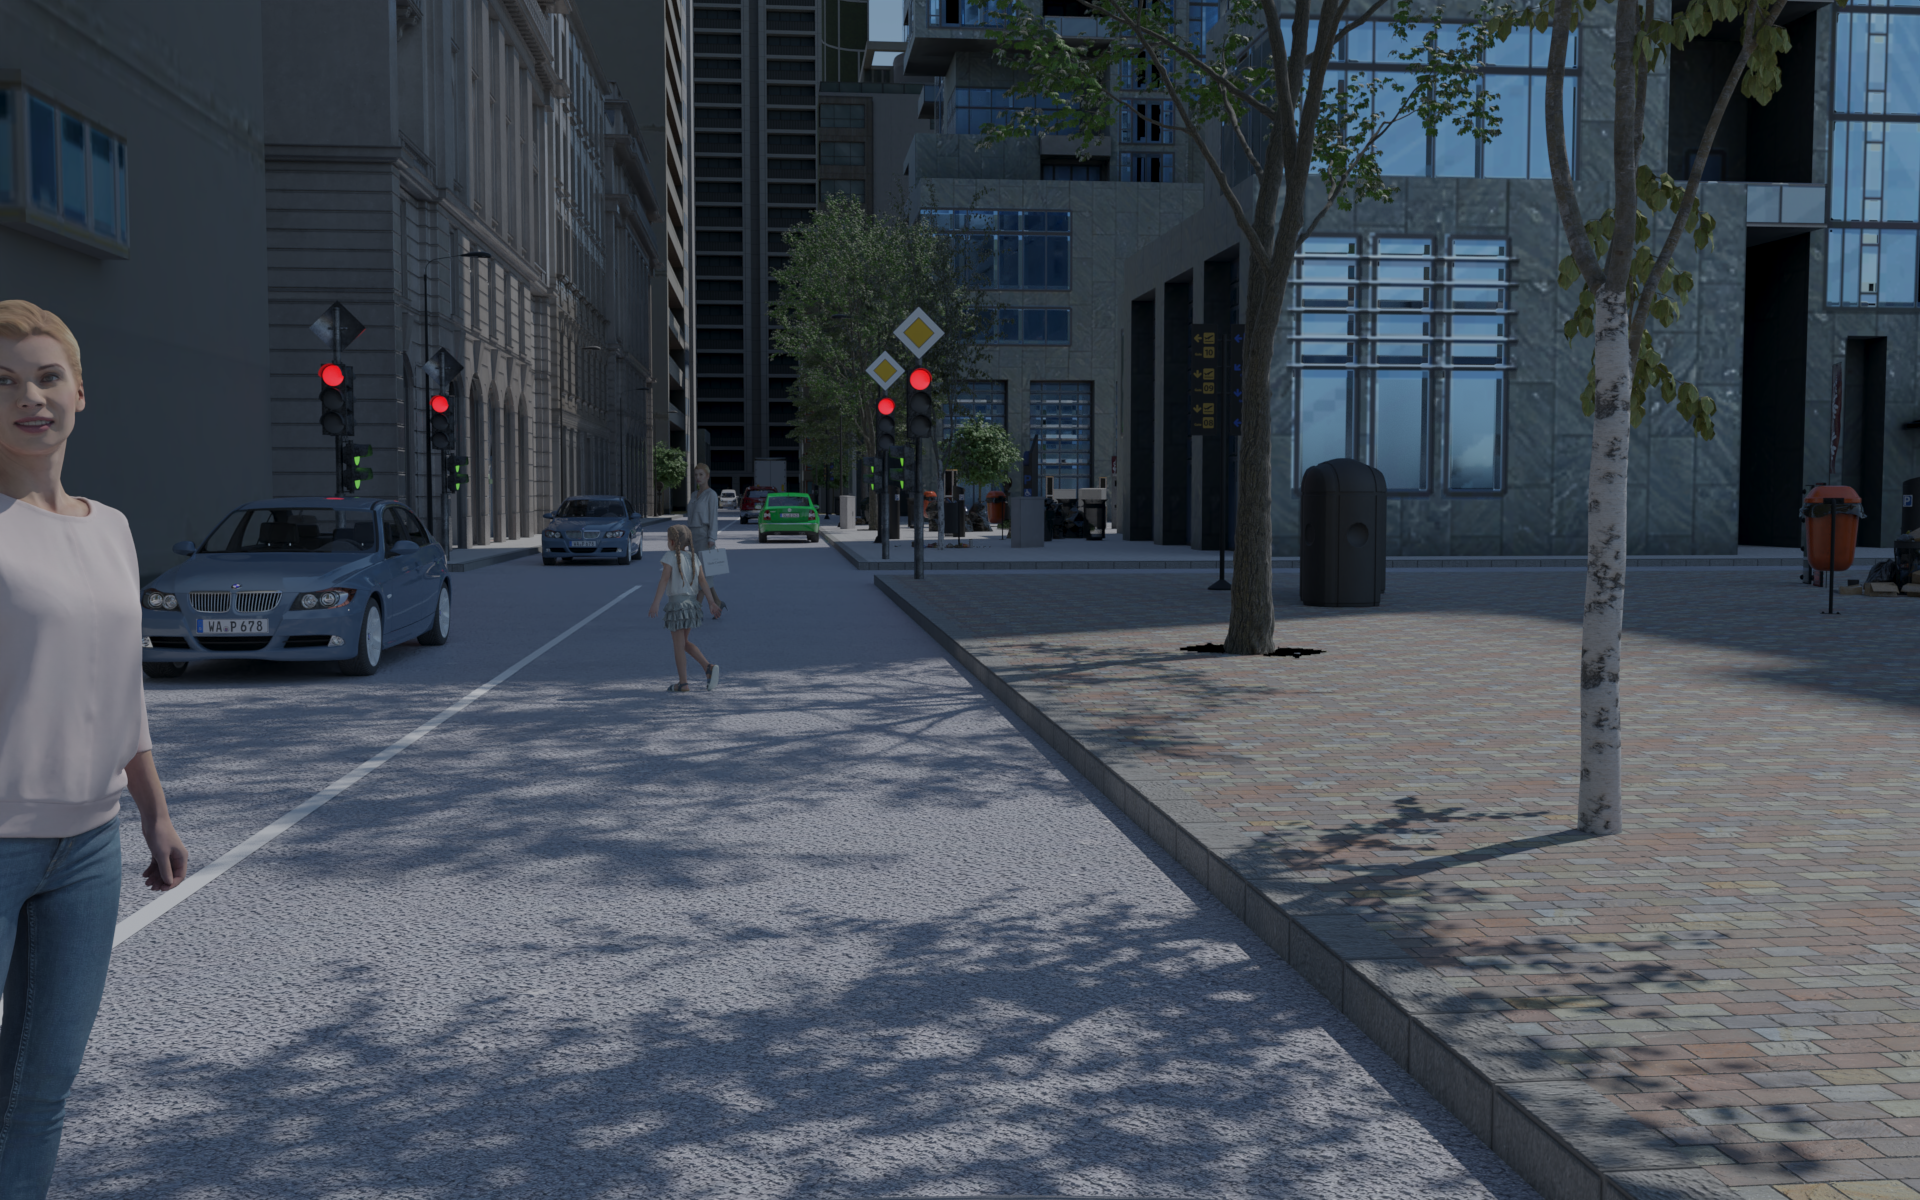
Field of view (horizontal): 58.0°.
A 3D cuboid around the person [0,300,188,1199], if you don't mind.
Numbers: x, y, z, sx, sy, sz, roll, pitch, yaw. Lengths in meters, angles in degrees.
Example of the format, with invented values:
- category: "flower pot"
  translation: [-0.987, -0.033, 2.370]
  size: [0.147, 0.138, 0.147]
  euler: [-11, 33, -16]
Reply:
- category: "person"
  translation: [-1.677, 0.392, 2.759]
  size: [0.598, 1.740, 0.731]
  euler: [1, 4, 9]

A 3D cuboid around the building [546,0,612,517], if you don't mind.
- category: "building"
  translation: [-18.859, -13.224, 65.362]
  size: [9.793, 20.994, 18.267]
  euler: [0, 4, -6]

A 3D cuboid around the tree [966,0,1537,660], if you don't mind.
- category: "tree"
  translation: [2.505, -5.372, 13.580]
  size: [9.928, 11.665, 9.643]
  euler: [0, 3, 0]

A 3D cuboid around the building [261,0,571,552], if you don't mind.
- category: "building"
  translation: [-17.822, -12.335, 43.485]
  size: [13.314, 21.916, 24.055]
  euler: [0, 4, -6]

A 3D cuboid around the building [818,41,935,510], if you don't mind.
- category: "building"
  translation: [3.989, -27.722, 145.142]
  size: [32.217, 40.220, 23.993]
  euler: [0, 4, -6]

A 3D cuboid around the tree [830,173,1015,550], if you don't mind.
- category: "tree"
  translation: [-0.589, -5.443, 39.363]
  size: [4.360, 8.622, 3.978]
  euler: [0, 3, 0]

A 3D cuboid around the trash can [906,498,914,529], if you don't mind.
- category: "trash can"
  translation: [-1.641, -3.229, 64.452]
  size: [0.748, 1.137, 0.748]
  euler: [0, 3, 0]

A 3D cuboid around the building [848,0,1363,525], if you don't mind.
- category: "building"
  translation: [5.698, -47.707, 92.679]
  size: [22.319, 86.520, 31.000]
  euler: [0, 4, -6]

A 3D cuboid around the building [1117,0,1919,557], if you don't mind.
- category: "building"
  translation: [20.132, -44.812, 45.354]
  size: [31.000, 86.520, 22.319]
  euler: [0, 4, -6]

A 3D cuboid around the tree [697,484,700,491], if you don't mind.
- category: "tree"
  translation: [-24.585, -10.139, 160.381]
  size: [1.663, 3.219, 1.824]
  euler: [0, 3, 0]

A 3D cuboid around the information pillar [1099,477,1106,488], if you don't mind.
- category: "information pillar"
  translation: [6.227, -4.355, 75.699]
  size: [0.304, 2.012, 0.304]
  euler: [0, 4, -1]

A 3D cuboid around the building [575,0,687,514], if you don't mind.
- category: "building"
  translation: [-29.997, -30.168, 116.940]
  size: [21.300, 48.544, 21.600]
  euler: [0, 4, -6]

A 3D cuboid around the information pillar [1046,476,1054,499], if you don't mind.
- category: "information pillar"
  translation: [3.730, -4.142, 72.210]
  size: [0.304, 2.012, 0.304]
  euler: [0, 4, -3]

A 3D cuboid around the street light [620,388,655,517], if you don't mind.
- category: "street light"
  translation: [-14.241, -6.305, 75.629]
  size: [1.470, 5.913, 1.316]
  euler: [0, 4, -6]

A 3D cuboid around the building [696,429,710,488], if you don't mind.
- category: "building"
  translation: [-40.782, -52.376, 169.019]
  size: [31.000, 86.520, 22.319]
  euler: [0, 4, -6]

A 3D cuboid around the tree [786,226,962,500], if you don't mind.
- category: "tree"
  translation: [-3.670, -9.529, 73.931]
  size: [7.486, 12.596, 7.792]
  euler: [0, 3, 0]

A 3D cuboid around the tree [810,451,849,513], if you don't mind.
- category: "tree"
  translation: [-8.543, -8.117, 116.423]
  size: [4.285, 4.588, 4.351]
  euler: [0, 3, 0]

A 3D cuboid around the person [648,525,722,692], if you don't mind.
- category: "person"
  translation: [-1.995, 0.064, 12.470]
  size: [0.382, 1.210, 0.505]
  euler: [3, 4, 37]

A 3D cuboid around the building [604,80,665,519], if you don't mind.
- category: "building"
  translation: [-22.122, -14.950, 86.230]
  size: [13.314, 21.916, 24.055]
  euler: [0, 4, -6]

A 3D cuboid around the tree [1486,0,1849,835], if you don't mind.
- category: "tree"
  translation: [2.676, -3.423, 6.326]
  size: [4.737, 8.622, 4.395]
  euler: [0, 3, 0]

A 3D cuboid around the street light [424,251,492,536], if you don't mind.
- category: "street light"
  translation: [-9.665, -3.713, 33.255]
  size: [1.470, 5.913, 1.316]
  euler: [0, 4, -6]

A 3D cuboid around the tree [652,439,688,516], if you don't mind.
- category: "tree"
  translation: [-17.948, -7.360, 104.054]
  size: [4.285, 4.588, 4.351]
  euler: [0, 3, 0]

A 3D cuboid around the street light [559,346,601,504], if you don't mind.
- category: "street light"
  translation: [-11.990, -5.013, 54.509]
  size: [1.470, 5.913, 1.316]
  euler: [0, 4, -6]

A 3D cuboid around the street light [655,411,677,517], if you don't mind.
- category: "street light"
  translation: [-16.483, -7.600, 96.807]
  size: [1.470, 5.913, 1.316]
  euler: [0, 4, -6]

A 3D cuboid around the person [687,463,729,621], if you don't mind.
- category: "person"
  translation: [-2.857, -0.654, 19.554]
  size: [0.624, 1.780, 0.694]
  euler: [-2, 4, -32]

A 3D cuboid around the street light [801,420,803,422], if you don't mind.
- category: "street light"
  translation: [-7.286, -7.037, 87.596]
  size: [1.470, 5.913, 1.316]
  euler: [0, 4, -6]

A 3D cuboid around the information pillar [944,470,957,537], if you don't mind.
- category: "information pillar"
  translation: [-0.281, -2.919, 52.223]
  size: [0.304, 2.012, 0.304]
  euler: [2, 4, 25]

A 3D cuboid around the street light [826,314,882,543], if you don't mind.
- category: "street light"
  translation: [-2.634, -4.428, 44.939]
  size: [1.470, 5.913, 1.316]
  euler: [0, 4, -6]

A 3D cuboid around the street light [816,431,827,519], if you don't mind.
- category: "street light"
  translation: [-5.112, -5.745, 66.467]
  size: [1.470, 5.913, 1.316]
  euler: [0, 4, -6]

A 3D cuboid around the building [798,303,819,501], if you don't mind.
- category: "building"
  translation: [-1.908, -19.976, 171.640]
  size: [27.650, 21.520, 28.899]
  euler: [0, 4, -6]

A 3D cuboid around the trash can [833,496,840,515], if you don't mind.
- category: "trash can"
  translation: [-7.263, -5.673, 104.405]
  size: [0.748, 1.137, 0.748]
  euler: [0, 3, 0]

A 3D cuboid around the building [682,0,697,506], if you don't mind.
- category: "building"
  translation: [-32.971, -36.656, 141.320]
  size: [21.231, 58.520, 28.212]
  euler: [0, 4, -6]

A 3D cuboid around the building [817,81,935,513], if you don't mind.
- category: "building"
  translation: [-3.298, -21.642, 125.545]
  size: [14.160, 30.474, 14.107]
  euler: [0, 4, -6]

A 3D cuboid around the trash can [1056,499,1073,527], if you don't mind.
- category: "trash can"
  translation: [3.367, -2.614, 54.397]
  size: [0.748, 1.137, 0.748]
  euler: [0, 3, 0]

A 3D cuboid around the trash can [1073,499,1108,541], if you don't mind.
- category: "trash can"
  translation: [3.711, -2.212, 47.820]
  size: [0.748, 1.137, 0.748]
  euler: [0, 3, 0]

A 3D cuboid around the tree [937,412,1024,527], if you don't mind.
- category: "tree"
  translation: [0.826, -5.134, 67.662]
  size: [4.285, 4.588, 4.351]
  euler: [0, 3, 0]

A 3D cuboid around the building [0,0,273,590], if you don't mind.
- category: "building"
  translation: [-19.216, -23.741, 11.864]
  size: [21.600, 48.544, 21.300]
  euler: [0, 4, -6]
